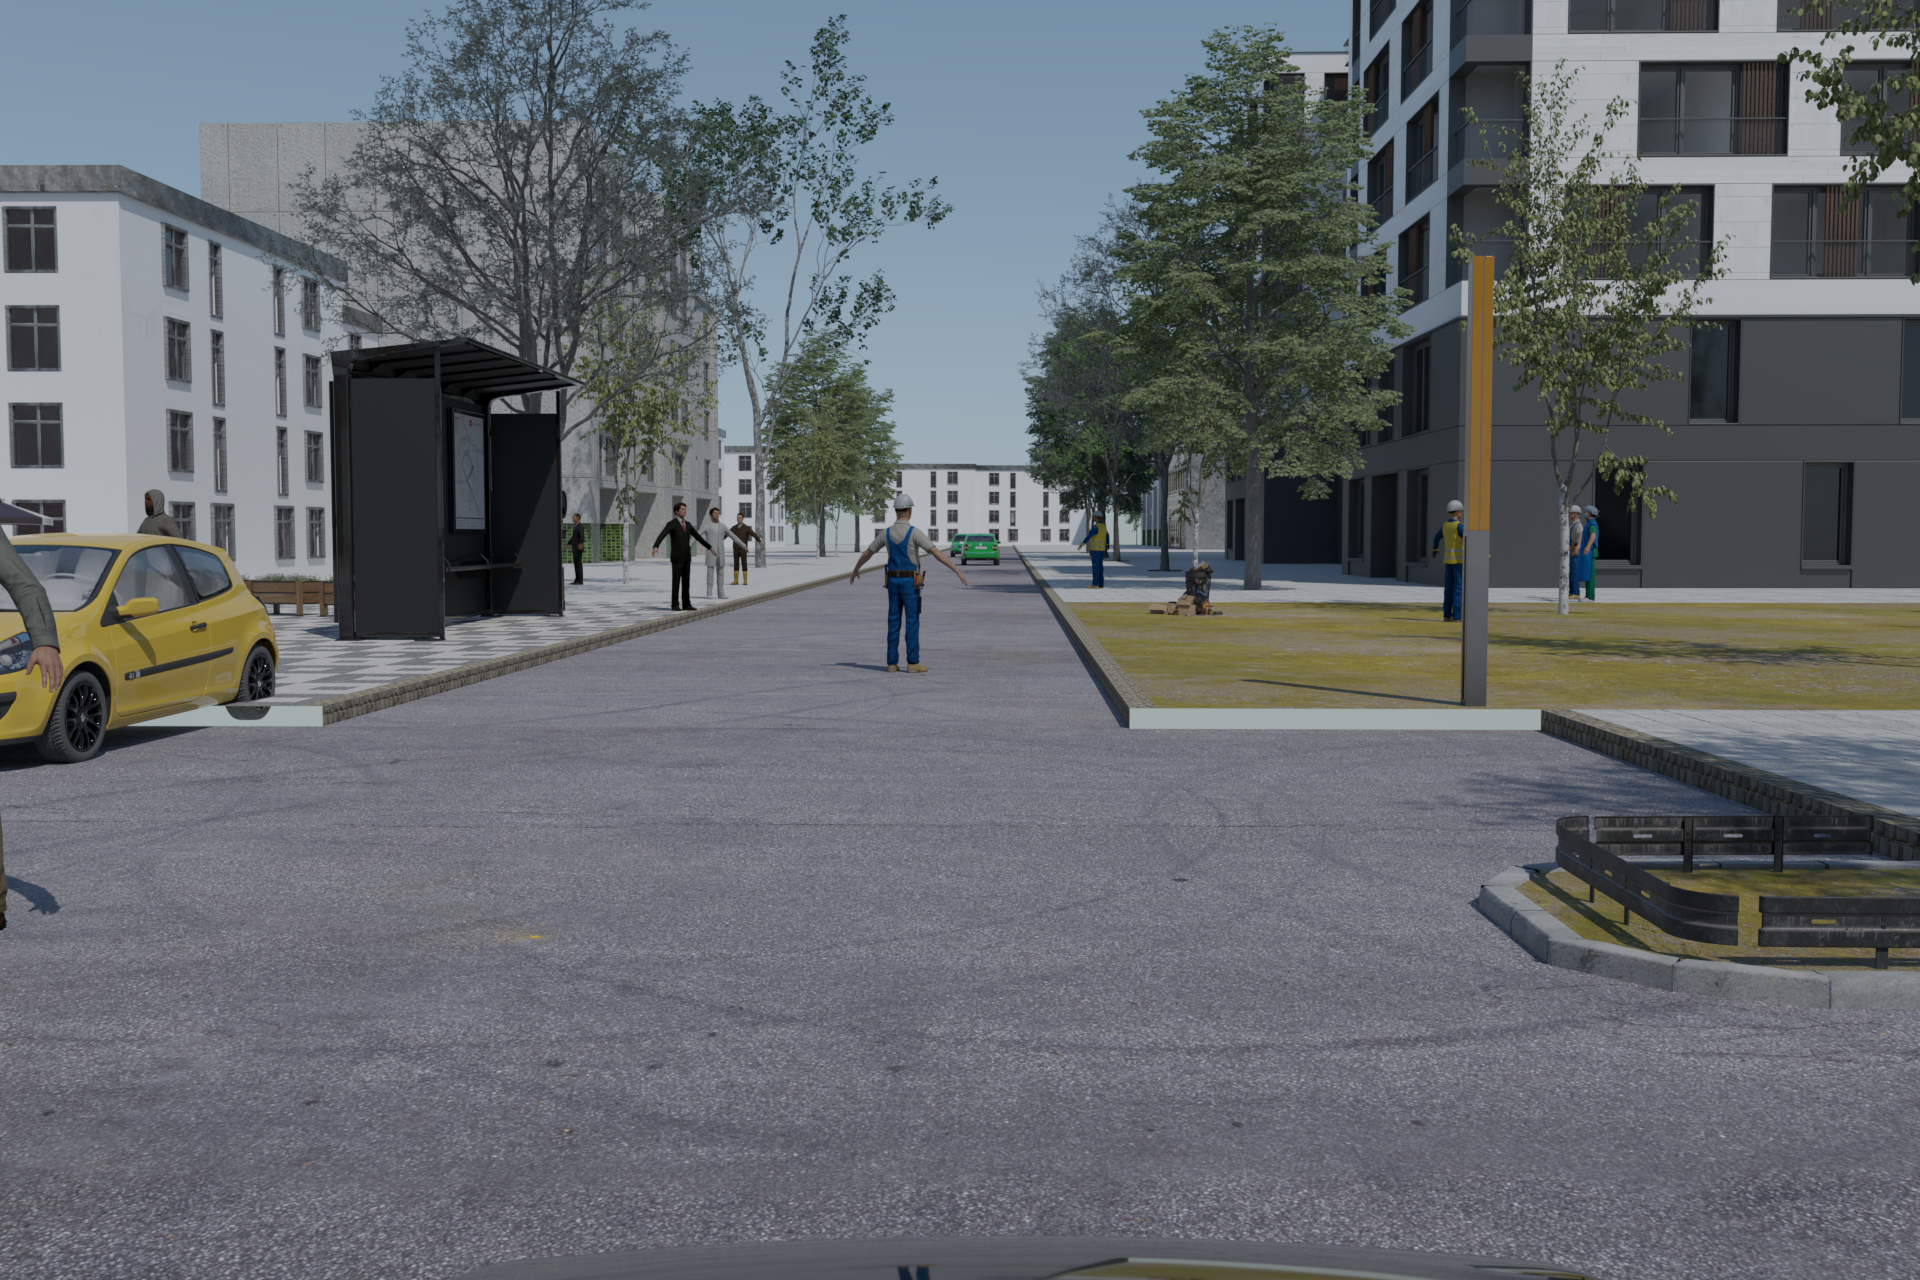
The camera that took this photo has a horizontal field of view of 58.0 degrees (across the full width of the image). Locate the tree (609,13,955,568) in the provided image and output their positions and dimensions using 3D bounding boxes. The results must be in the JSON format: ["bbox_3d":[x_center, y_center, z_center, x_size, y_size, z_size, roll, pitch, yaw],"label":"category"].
[{"bbox_3d":[-6.862,-12.729,64.002,12.611,20.169,13.585,0,3,0],"label":"tree"}]

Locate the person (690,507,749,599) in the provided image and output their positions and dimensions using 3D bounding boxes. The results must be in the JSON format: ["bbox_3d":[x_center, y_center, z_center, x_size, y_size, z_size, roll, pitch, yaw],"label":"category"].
[{"bbox_3d":[-4.820,-1.712,34.184,1.347,1.806,0.705,-2,4,-30],"label":"person"}]

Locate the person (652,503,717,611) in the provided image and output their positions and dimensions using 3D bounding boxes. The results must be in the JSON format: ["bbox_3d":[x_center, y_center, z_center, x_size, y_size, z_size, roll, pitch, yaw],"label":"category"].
[{"bbox_3d":[-4.640,-1.390,28.913,0.705,1.806,1.347,3,5,42],"label":"person"}]

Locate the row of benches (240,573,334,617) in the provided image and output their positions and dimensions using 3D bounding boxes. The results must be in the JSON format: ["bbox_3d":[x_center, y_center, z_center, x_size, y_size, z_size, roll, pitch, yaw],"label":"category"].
[{"bbox_3d":[-10.572,-0.730,27.405,4.104,0.672,1.422,1,4,22],"label":"row of benches"}]

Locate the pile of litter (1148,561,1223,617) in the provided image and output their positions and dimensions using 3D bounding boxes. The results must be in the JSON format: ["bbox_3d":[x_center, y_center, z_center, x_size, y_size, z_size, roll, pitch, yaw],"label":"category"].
[{"bbox_3d":[3.603,-0.843,27.754,1.176,0.858,1.719,0,4,1],"label":"pile of litter"}]

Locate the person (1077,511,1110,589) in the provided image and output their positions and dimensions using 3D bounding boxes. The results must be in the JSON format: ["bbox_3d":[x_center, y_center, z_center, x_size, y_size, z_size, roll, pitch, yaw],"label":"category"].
[{"bbox_3d":[3.209,-2.126,40.731,0.705,1.833,1.349,3,4,36],"label":"person"}]

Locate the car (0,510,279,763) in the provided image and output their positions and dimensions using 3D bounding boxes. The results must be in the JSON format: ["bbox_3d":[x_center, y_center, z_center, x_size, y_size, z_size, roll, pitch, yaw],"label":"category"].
[{"bbox_3d":[-6.299,-0.113,12.068,2.015,1.641,3.980,0,4,2],"label":"car"}]

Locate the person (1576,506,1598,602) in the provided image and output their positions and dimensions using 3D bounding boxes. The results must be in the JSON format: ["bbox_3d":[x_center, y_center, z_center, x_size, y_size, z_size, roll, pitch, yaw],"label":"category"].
[{"bbox_3d":[11.838,-1.623,32.670,0.704,1.817,1.347,1,4,16],"label":"person"}]

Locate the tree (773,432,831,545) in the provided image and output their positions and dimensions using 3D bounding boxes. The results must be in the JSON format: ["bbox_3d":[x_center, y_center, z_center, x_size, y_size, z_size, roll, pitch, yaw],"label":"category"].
[{"bbox_3d":[-19.793,-18.606,210.861,9.857,13.997,8.962,0,3,0],"label":"tree"}]

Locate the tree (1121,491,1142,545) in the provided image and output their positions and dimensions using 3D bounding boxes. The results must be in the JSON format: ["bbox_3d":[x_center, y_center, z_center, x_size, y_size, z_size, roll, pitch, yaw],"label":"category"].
[{"bbox_3d":[20.648,-15.538,204.414,4.737,8.622,4.395,0,3,0],"label":"tree"}]

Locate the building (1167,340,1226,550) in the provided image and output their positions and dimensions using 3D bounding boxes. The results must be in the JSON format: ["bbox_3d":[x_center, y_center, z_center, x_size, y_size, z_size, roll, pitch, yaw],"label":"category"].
[{"bbox_3d":[27.945,-19.519,150.066,19.493,23.208,18.063,0,4,2],"label":"building"}]

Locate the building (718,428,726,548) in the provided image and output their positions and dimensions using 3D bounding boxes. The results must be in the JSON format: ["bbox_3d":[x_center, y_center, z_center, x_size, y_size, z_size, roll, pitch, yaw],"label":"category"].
[{"bbox_3d":[-23.507,-12.143,140.682,9.099,9.664,28.070,0,4,1],"label":"building"}]

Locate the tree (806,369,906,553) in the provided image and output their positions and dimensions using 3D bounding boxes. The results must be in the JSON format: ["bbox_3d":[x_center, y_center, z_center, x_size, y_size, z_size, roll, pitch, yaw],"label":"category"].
[{"bbox_3d":[-7.350,-12.331,119.739,7.486,12.596,7.792,0,3,0],"label":"tree"}]

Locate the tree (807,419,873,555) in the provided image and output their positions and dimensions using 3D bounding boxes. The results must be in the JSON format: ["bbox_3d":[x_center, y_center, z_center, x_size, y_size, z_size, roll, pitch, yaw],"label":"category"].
[{"bbox_3d":[-7.588,-9.431,104.565,4.360,8.622,3.978,0,3,0],"label":"tree"}]

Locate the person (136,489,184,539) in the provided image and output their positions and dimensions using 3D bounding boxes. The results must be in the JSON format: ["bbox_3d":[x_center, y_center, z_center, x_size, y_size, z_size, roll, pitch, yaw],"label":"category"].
[{"bbox_3d":[-9.568,-0.884,20.576,1.348,1.813,0.705,2,4,32],"label":"person"}]

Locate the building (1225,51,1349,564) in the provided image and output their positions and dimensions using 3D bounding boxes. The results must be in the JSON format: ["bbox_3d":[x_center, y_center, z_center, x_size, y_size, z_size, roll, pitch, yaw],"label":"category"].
[{"bbox_3d":[27.499,-15.025,89.639,27.936,21.610,32.646,0,4,2],"label":"building"}]

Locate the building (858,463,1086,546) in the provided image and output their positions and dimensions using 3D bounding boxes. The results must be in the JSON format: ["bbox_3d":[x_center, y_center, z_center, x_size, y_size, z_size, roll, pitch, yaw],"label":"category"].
[{"bbox_3d":[1.326,-16.076,207.445,28.070,9.664,9.099,0,4,-7],"label":"building"}]

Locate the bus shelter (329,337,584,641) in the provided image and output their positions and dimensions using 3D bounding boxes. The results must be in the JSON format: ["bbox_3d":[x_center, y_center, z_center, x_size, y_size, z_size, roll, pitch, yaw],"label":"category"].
[{"bbox_3d":[-6.695,-1.989,23.801,1.731,3.624,6.357,0,4,1],"label":"bus shelter"}]

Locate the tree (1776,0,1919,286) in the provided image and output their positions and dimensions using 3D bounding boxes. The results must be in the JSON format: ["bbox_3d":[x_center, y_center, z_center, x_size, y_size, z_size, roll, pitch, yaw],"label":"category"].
[{"bbox_3d":[9.675,-4.003,15.804,4.737,8.622,4.395,0,3,0],"label":"tree"}]

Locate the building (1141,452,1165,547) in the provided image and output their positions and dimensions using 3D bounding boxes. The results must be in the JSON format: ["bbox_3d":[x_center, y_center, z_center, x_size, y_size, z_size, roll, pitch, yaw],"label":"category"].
[{"bbox_3d":[28.789,-19.391,183.496,16.747,18.905,31.486,0,4,2],"label":"building"}]

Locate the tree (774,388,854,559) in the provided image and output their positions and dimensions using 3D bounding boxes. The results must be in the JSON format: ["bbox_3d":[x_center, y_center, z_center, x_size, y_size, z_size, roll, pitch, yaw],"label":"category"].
[{"bbox_3d":[-7.253,-8.391,87.548,4.737,8.622,4.395,0,3,0],"label":"tree"}]

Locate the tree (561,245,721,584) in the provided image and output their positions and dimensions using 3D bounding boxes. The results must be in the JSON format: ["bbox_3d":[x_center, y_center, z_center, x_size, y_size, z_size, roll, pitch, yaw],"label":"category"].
[{"bbox_3d":[-8.383,-5.753,44.423,4.737,8.622,4.395,0,3,0],"label":"tree"}]

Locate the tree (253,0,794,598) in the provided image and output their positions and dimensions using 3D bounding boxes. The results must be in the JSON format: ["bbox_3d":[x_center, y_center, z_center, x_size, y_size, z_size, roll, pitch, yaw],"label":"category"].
[{"bbox_3d":[-8.422,-7.595,34.544,12.009,13.543,11.850,0,3,0],"label":"tree"}]

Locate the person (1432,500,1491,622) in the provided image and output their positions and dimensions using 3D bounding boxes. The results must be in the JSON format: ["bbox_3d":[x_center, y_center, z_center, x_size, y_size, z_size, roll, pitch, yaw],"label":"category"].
[{"bbox_3d":[7.295,-1.152,25.297,0.721,1.772,1.216,-2,4,-24],"label":"person"}]

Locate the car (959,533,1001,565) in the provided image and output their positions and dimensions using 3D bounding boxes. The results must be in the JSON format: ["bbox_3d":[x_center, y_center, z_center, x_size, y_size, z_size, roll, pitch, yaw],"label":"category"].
[{"bbox_3d":[0.940,-4.381,80.421,1.959,1.807,4.718,0,4,0],"label":"car"}]

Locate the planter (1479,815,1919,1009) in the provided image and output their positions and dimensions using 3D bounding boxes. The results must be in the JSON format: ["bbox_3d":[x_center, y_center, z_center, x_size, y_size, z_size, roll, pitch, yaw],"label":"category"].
[{"bbox_3d":[2.963,0.914,6.200,1.991,0.319,1.994,0,4,2],"label":"planter"}]

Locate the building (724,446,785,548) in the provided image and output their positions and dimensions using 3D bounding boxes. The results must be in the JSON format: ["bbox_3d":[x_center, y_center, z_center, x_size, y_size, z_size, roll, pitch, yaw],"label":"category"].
[{"bbox_3d":[-22.452,-14.467,178.678,9.099,9.664,28.070,0,4,1],"label":"building"}]

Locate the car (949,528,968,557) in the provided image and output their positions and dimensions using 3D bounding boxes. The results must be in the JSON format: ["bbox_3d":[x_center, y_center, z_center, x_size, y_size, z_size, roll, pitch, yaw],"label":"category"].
[{"bbox_3d":[0.314,-6.040,107.556,1.959,1.807,4.718,0,4,1],"label":"car"}]

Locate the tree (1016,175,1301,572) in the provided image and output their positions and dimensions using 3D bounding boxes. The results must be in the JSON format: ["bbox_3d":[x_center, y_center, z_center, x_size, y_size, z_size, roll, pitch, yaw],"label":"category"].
[{"bbox_3d":[6.986,-9.109,59.308,12.009,13.543,11.850,0,3,0],"label":"tree"}]

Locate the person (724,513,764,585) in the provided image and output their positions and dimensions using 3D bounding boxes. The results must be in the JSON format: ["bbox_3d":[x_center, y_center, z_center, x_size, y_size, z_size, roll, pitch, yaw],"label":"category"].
[{"bbox_3d":[-5.534,-2.288,43.548,1.346,1.812,0.704,1,4,12],"label":"person"}]

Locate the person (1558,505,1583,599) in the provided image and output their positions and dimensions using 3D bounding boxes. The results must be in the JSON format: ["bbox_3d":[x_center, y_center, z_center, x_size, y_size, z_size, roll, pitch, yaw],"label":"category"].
[{"bbox_3d":[12.058,-1.727,34.095,0.705,1.847,1.347,0,4,5],"label":"person"}]

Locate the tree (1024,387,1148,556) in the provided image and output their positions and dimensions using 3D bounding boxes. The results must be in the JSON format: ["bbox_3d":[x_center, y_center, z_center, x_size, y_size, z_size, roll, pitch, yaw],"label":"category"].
[{"bbox_3d":[7.728,-10.277,102.438,8.767,10.594,7.601,1,4,13],"label":"tree"}]

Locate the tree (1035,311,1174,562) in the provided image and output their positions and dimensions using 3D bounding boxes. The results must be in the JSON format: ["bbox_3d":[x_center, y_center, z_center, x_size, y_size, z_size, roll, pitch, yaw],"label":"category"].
[{"bbox_3d":[7.240,-9.495,81.006,9.928,11.665,9.643,0,3,0],"label":"tree"}]

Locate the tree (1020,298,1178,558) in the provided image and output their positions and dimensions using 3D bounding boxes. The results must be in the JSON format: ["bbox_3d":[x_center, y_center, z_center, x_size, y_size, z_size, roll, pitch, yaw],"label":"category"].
[{"bbox_3d":[7.667,-11.379,92.701,9.857,13.997,8.962,0,3,0],"label":"tree"}]

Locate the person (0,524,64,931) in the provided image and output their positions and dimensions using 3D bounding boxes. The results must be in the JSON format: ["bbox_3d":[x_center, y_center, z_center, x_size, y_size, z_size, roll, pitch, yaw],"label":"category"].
[{"bbox_3d":[-3.652,0.155,6.202,1.348,1.796,0.705,2,4,23],"label":"person"}]

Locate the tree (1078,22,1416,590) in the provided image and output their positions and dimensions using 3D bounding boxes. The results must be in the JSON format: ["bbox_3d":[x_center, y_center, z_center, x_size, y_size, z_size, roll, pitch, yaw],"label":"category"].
[{"bbox_3d":[6.462,-7.433,39.650,7.486,12.596,7.792,0,3,0],"label":"tree"}]

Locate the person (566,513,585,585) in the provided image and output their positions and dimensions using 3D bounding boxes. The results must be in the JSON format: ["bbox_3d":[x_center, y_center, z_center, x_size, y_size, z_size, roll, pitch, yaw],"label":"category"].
[{"bbox_3d":[-9.684,-2.295,43.740,0.704,1.802,1.346,-2,4,-27],"label":"person"}]

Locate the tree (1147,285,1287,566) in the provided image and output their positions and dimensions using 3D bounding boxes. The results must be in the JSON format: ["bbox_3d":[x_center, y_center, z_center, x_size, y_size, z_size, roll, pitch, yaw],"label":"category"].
[{"bbox_3d":[6.807,-6.001,48.487,4.737,8.622,4.395,0,3,0],"label":"tree"}]

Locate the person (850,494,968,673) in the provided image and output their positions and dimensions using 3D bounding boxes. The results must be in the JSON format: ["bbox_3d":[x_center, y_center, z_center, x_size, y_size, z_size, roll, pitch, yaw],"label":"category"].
[{"bbox_3d":[-0.573,-0.589,17.948,1.347,1.847,0.705,2,4,24],"label":"person"}]

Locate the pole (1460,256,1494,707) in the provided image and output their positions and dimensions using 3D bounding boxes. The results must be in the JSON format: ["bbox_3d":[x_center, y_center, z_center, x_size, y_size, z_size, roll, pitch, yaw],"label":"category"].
[{"bbox_3d":[3.839,-1.163,12.855,0.158,3.312,0.155,0,3,0],"label":"pole"}]

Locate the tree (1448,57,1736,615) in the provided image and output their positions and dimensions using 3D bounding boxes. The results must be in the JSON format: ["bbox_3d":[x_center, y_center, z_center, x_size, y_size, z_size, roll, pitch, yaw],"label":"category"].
[{"bbox_3d":[9.596,-4.693,27.096,4.737,8.622,4.395,0,3,0],"label":"tree"}]

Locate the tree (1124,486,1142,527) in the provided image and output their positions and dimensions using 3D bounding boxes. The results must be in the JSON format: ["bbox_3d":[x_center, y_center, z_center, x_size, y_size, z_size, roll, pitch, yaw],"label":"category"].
[{"bbox_3d":[23.141,-17.871,210.314,7.486,12.596,7.792,0,3,0],"label":"tree"}]

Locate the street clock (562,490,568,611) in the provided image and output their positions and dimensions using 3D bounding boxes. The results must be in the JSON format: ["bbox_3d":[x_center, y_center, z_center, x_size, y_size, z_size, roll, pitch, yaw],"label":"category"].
[{"bbox_3d":[-6.688,-1.481,28.783,0.358,2.002,0.471,0,4,2],"label":"street clock"}]

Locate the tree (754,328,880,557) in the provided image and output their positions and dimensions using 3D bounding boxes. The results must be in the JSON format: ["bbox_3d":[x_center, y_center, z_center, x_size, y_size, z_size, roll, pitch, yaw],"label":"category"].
[{"bbox_3d":[-7.910,-10.856,95.620,7.486,12.596,7.792,0,3,0],"label":"tree"}]

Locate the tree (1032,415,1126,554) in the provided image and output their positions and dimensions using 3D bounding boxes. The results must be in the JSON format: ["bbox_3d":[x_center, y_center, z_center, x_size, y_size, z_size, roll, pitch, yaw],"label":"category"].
[{"bbox_3d":[8.436,-11.532,114.297,9.928,11.665,9.643,0,3,0],"label":"tree"}]

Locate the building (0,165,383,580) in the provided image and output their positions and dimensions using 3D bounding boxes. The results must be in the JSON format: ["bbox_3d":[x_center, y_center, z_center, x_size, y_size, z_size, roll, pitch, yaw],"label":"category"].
[{"bbox_3d":[-23.417,-6.819,53.632,9.099,9.664,28.070,0,4,1],"label":"building"}]

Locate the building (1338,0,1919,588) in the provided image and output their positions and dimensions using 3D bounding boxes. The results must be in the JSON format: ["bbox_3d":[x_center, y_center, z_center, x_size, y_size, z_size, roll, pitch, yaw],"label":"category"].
[{"bbox_3d":[26.105,-12.985,56.285,27.936,21.610,32.646,0,4,1],"label":"building"}]

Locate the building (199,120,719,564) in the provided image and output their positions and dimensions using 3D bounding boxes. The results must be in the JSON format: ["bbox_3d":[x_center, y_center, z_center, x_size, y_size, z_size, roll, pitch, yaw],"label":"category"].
[{"bbox_3d":[-23.723,-13.692,90.318,16.747,18.905,31.486,0,4,2],"label":"building"}]
